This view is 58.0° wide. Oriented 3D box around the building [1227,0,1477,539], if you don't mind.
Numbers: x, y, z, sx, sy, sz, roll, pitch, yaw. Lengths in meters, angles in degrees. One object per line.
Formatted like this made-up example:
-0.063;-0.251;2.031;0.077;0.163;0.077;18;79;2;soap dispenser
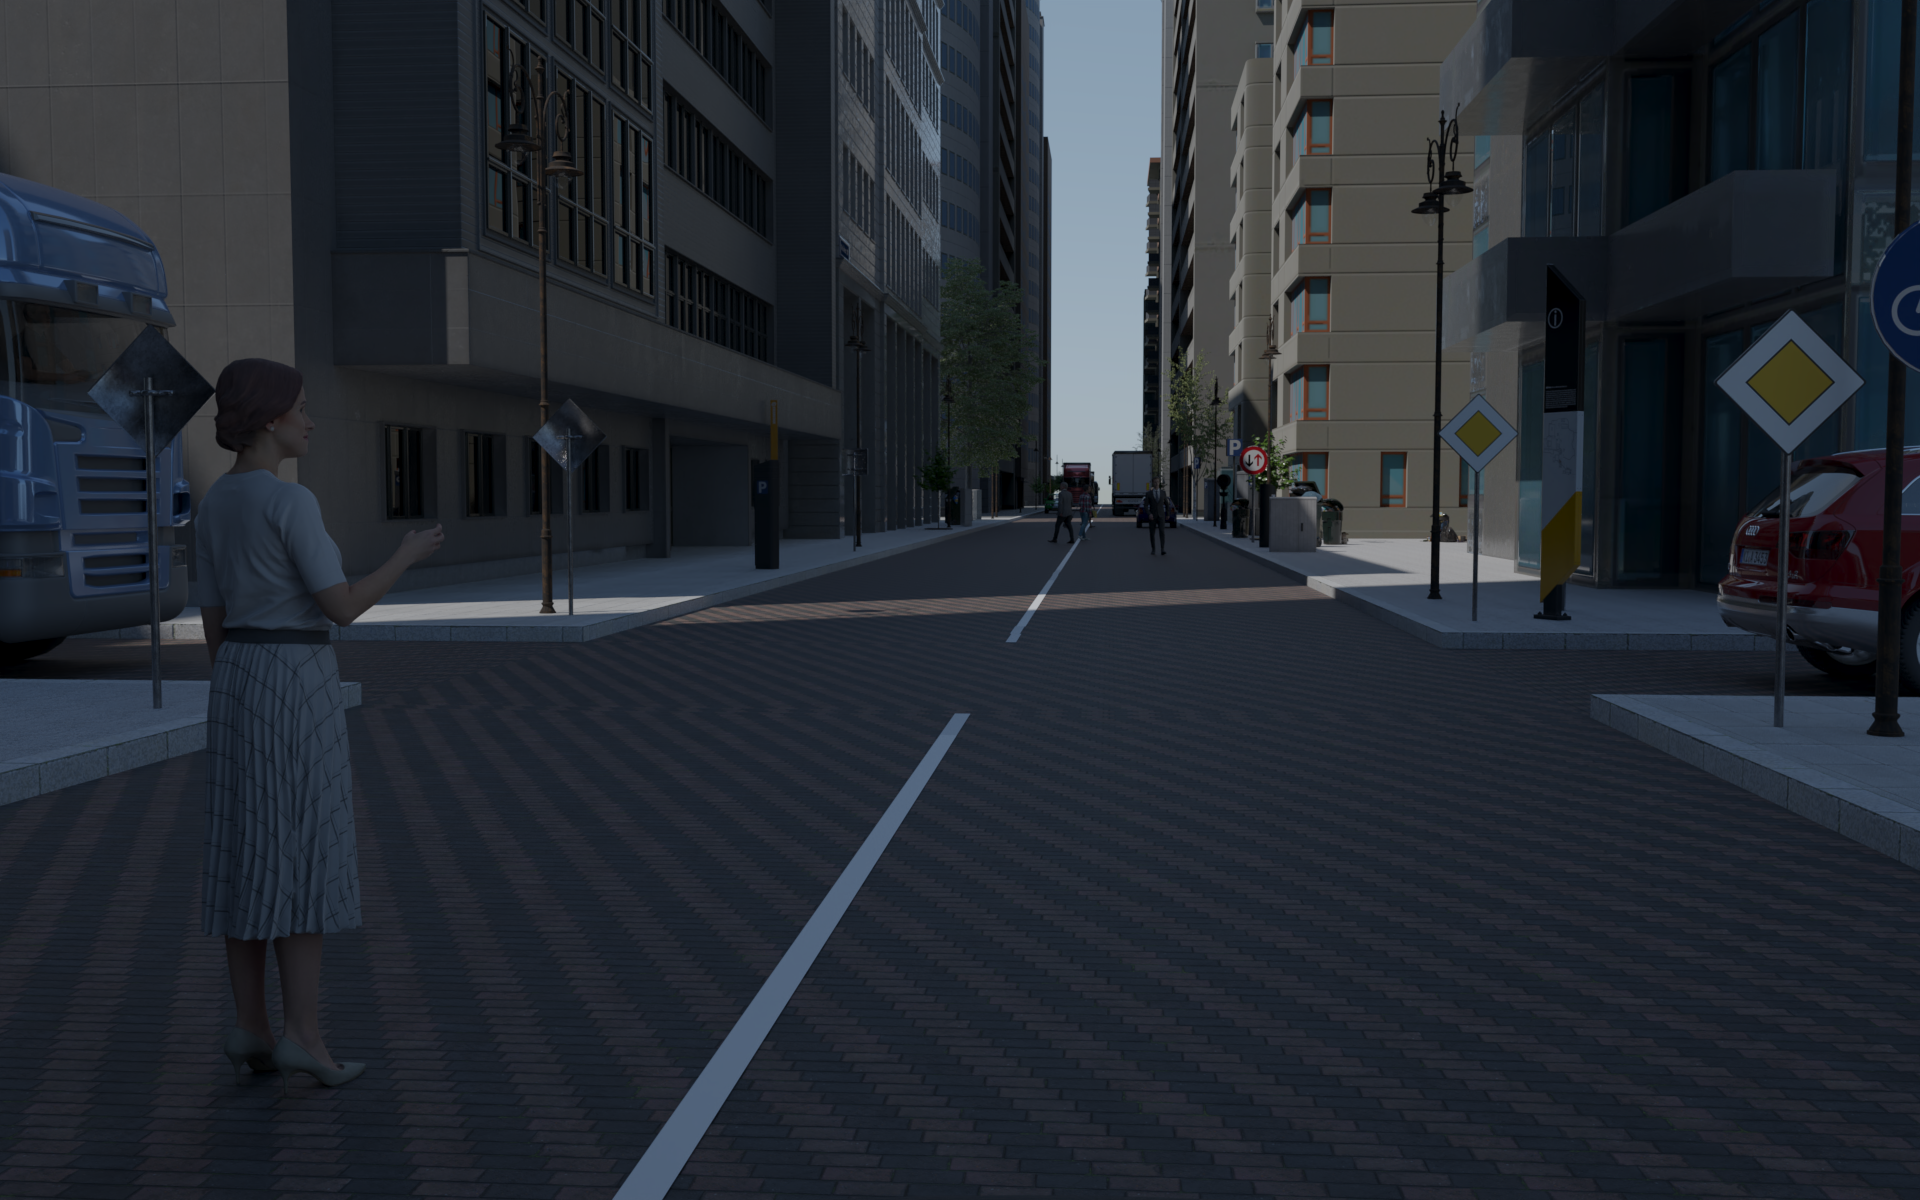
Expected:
24.667;-13.294;62.391;27.650;21.520;28.899;0;4;5;building

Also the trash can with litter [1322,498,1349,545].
9.495;-1.997;44.032;0.624;1.170;1.055;2;4;30;trash can with litter

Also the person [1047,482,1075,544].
2.965;-2.537;50.371;0.834;1.777;0.661;2;4;34;person

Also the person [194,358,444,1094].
-1.592;0.295;4.249;0.480;1.755;0.524;2;4;30;person

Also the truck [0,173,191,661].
-15.272;-1.497;14.239;18.799;4.110;2.967;0;4;4;truck

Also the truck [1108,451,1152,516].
11.528;-7.837;117.041;2.839;4.237;11.283;0;4;4;truck

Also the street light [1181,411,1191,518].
12.481;-7.550;96.237;0.468;5.910;1.993;0;4;5;street light

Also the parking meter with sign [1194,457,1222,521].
12.007;-5.265;82.341;1.738;3.016;0.543;-1;4;-21;parking meter with sign

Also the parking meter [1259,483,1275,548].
7.378;-2.029;41.587;0.372;1.533;0.369;0;3;0;parking meter

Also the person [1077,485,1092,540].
3.853;-2.713;53.689;0.643;1.720;0.563;-2;4;-24;person

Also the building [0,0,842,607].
-11.613;-13.150;34.065;14.314;24.678;30.058;0;4;5;building

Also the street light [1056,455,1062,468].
11.291;-13.996;201.615;0.468;5.910;1.993;0;4;5;street light

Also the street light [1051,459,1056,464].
9.294;-12.550;177.976;0.468;5.910;1.993;0;4;5;street light

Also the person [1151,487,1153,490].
9.964;-4.924;89.341;0.374;1.781;0.599;1;4;13;person

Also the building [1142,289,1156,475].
32.648;-28.821;242.916;14.160;30.474;14.107;0;4;5;building

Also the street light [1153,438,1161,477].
16.430;-10.434;143.388;0.468;5.910;1.993;0;4;5;street light

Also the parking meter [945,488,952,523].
-0.481;-4.132;75.977;0.372;1.533;0.369;0;3;0;parking meter

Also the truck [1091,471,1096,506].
15.382;-13.799;214.524;2.839;4.237;11.283;0;4;3;truck

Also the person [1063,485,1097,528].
5.117;-3.980;73.790;1.509;1.804;0.699;-1;4;-8;person

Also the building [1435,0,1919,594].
22.897;-24.816;25.351;30.456;49.044;23.786;0;4;5;building

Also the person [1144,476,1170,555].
4.668;-1.993;40.856;0.659;1.850;0.755;0;4;-3;person

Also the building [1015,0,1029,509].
-1.244;-30.610;150.583;14.600;45.320;14.200;0;4;5;building

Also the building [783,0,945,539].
-7.515;-17.495;63.543;11.434;29.767;29.804;0;4;5;building

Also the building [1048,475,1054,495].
2.229;-48.399;229.571;20.563;71.187;20.611;0;4;5;building

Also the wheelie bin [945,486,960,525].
-0.185;-3.881;71.360;0.693;1.594;0.980;-1;4;-23;wheelie bin

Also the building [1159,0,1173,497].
32.734;-39.749;191.896;21.231;58.520;28.212;0;4;5;building

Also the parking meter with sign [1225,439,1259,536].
8.946;-3.528;53.949;0.543;3.016;1.738;-1;4;-21;parking meter with sign

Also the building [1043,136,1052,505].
4.092;-34.413;212.762;14.600;45.320;14.200;0;4;5;building

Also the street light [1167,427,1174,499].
14.545;-8.996;119.866;0.468;5.910;1.993;0;4;5;street light

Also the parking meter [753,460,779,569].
-3.310;-1.460;29.581;0.399;1.863;0.255;2;4;28;parking meter

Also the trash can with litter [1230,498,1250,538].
8.153;-2.415;50.876;0.624;1.170;1.055;0;4;-1;trash can with litter

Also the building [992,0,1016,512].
-6.984;-31.112;132.389;21.300;48.544;21.600;0;4;5;building

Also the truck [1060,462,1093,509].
10.479;-10.160;155.030;2.839;4.237;11.283;0;4;4;truck

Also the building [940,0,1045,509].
-1.819;-39.732;191.623;21.231;58.520;28.212;0;4;5;building

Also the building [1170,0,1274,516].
26.632;-30.789;127.100;21.300;48.544;21.600;0;4;5;building

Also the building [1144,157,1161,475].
34.797;-34.627;220.768;22.147;44.769;28.867;0;4;5;building

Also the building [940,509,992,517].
-9.372;-34.577;107.338;21.231;58.520;28.212;0;4;5;building

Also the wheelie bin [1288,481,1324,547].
8.342;-2.075;41.838;0.693;1.594;0.980;-3;5;-39;wheelie bin
